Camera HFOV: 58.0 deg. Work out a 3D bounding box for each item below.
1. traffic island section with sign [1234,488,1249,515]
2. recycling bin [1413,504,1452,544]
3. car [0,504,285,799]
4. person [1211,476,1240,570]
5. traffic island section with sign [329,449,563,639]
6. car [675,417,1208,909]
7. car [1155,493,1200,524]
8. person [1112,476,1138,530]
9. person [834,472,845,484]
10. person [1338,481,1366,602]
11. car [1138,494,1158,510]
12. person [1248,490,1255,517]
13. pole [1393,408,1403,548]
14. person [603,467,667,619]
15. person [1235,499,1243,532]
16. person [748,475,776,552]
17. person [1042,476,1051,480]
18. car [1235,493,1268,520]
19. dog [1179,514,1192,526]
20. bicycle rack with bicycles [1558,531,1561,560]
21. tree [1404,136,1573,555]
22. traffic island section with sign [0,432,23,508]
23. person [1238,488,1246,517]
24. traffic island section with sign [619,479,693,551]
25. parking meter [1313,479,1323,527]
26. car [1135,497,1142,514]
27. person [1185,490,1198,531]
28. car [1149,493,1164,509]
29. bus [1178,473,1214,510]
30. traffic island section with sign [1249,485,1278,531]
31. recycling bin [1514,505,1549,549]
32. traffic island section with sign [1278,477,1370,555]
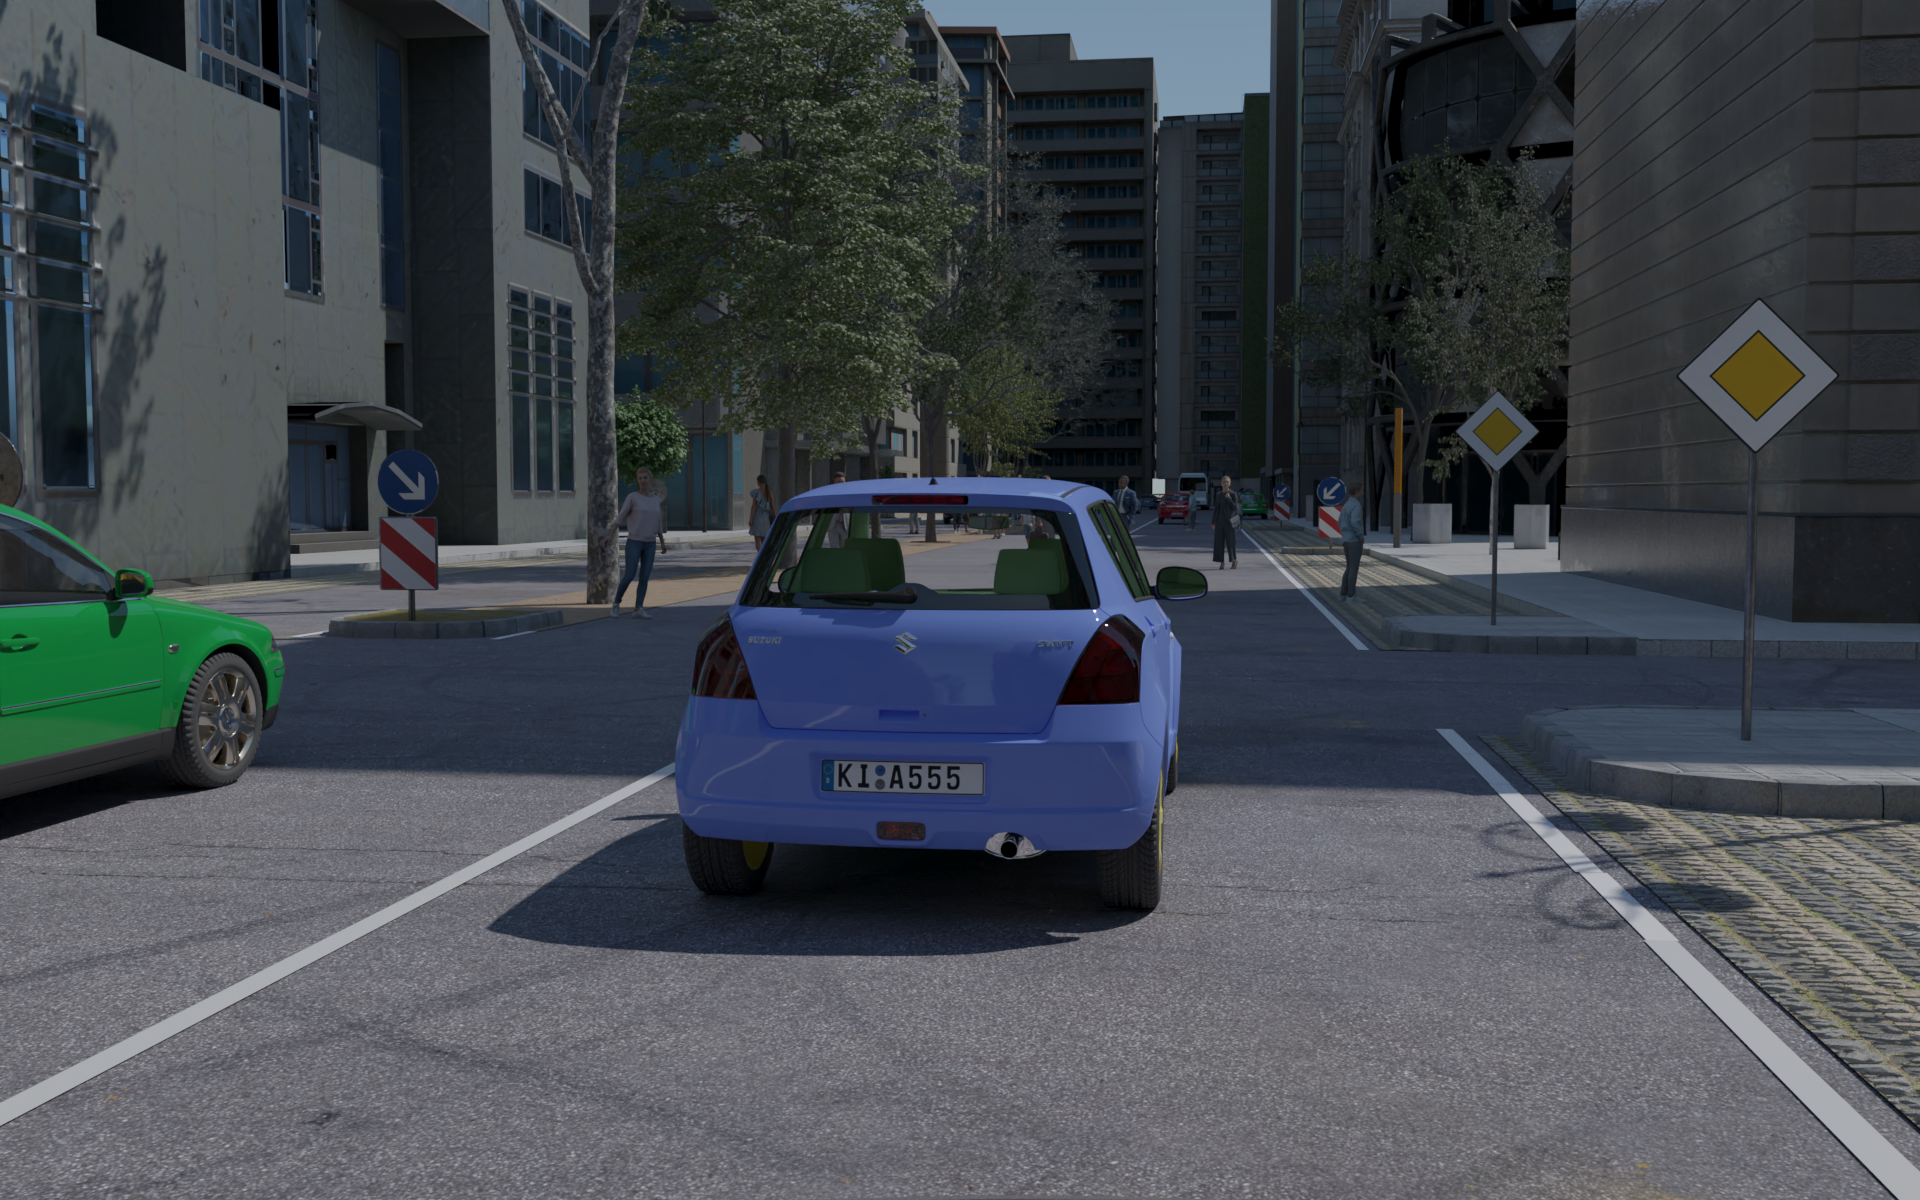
[{"bbox_3d":[19.562,-6.691,118.029,1.989,1.847,2.006,0,4,8],"label":"traffic island section with sign"},{"bbox_3d":[12.257,-1.983,44.968,0.722,1.027,0.722,-2,4,-25],"label":"recycling bin"},{"bbox_3d":[-4.652,0.097,7.218,1.959,1.807,4.718,1,4,9],"label":"car"},{"bbox_3d":[5.045,-1.470,32.955,0.576,1.772,0.534,1,4,18],"label":"person"},{"bbox_3d":[-5.480,-0.610,18.112,2.006,1.907,1.989,0,4,8],"label":"traffic island section with sign"},{"bbox_3d":[0.074,0.135,7.378,1.945,1.707,3.694,1,4,8],"label":"car"},{"bbox_3d":[10.478,-4.556,83.527,2.155,1.783,4.494,0,4,8],"label":"car"},{"bbox_3d":[3.287,-1.634,35.396,0.721,1.800,0.419,2,4,28],"label":"person"},{"bbox_3d":[-1.967,-1.196,28.330,0.678,1.792,0.850,-1,4,-12],"label":"person"},{"bbox_3d":[5.185,-0.765,22.823,0.330,1.601,0.589,0,3,0],"label":"person"},{"bbox_3d":[17.460,-9.116,161.046,2.014,1.417,4.499,1,4,8],"label":"car"},{"bbox_3d":[18.533,-6.190,110.647,0.436,1.711,0.756,-1,4,-23],"label":"person"},{"bbox_3d":[10.410,-2.895,41.168,0.158,3.312,0.155,0,3,0],"label":"pole"},{"bbox_3d":[-3.808,-0.657,19.908,0.598,1.740,0.731,3,4,38],"label":"person"},{"bbox_3d":[10.629,-3.236,66.091,0.332,1.250,0.352,1,4,20],"label":"person"},{"bbox_3d":[-3.846,-1.548,33.904,0.616,1.811,0.778,-1,4,-17],"label":"person"},{"bbox_3d":[1.771,-1.647,35.527,0.767,1.812,0.694,2,4,33],"label":"person"},{"bbox_3d":[16.645,-5.520,99.043,1.959,1.807,4.718,0,4,8],"label":"car"},{"bbox_3d":[10.252,-3.775,78.564,0.800,0.831,0.513,1,4,17],"label":"dog"},{"bbox_3d":[12.818,-1.226,33.428,2.852,0.926,2.925,-2,4,-34],"label":"bicycle rack with bicycles"},{"bbox_3d":[11.322,-5.273,36.570,4.360,8.622,3.978,0,3,0],"label":"tree"},{"bbox_3d":[-6.528,-0.162,10.779,2.006,1.907,1.989,0,4,8],"label":"traffic island section with sign"},{"bbox_3d":[17.877,-6.178,109.514,0.705,1.824,1.348,3,5,39],"label":"person"},{"bbox_3d":[-7.981,-2.197,44.552,1.989,1.847,2.006,0,4,8],"label":"traffic island section with sign"},{"bbox_3d":[13.996,-3.784,67.577,0.399,1.863,0.255,0,4,-2],"label":"parking meter"},{"bbox_3d":[12.191,-6.966,126.249,2.083,1.381,4.827,1,4,9],"label":"car"},{"bbox_3d":[9.053,-3.503,67.588,0.589,1.601,0.330,-3,5,-44],"label":"person"},{"bbox_3d":[19.176,-9.627,166.448,2.155,1.783,4.494,1,4,10],"label":"car"},{"bbox_3d":[21.604,-10.028,158.810,2.948,3.499,13.247,1,4,10],"label":"bus"},{"bbox_3d":[12.494,-3.635,68.057,1.989,1.847,2.006,0,4,8],"label":"traffic island section with sign"},{"bbox_3d":[13.403,-1.716,40.612,0.722,1.027,0.722,2,4,24],"label":"recycling bin"},{"bbox_3d":[8.708,-2.002,41.368,1.989,1.847,2.006,0,4,8],"label":"traffic island section with sign"}]
